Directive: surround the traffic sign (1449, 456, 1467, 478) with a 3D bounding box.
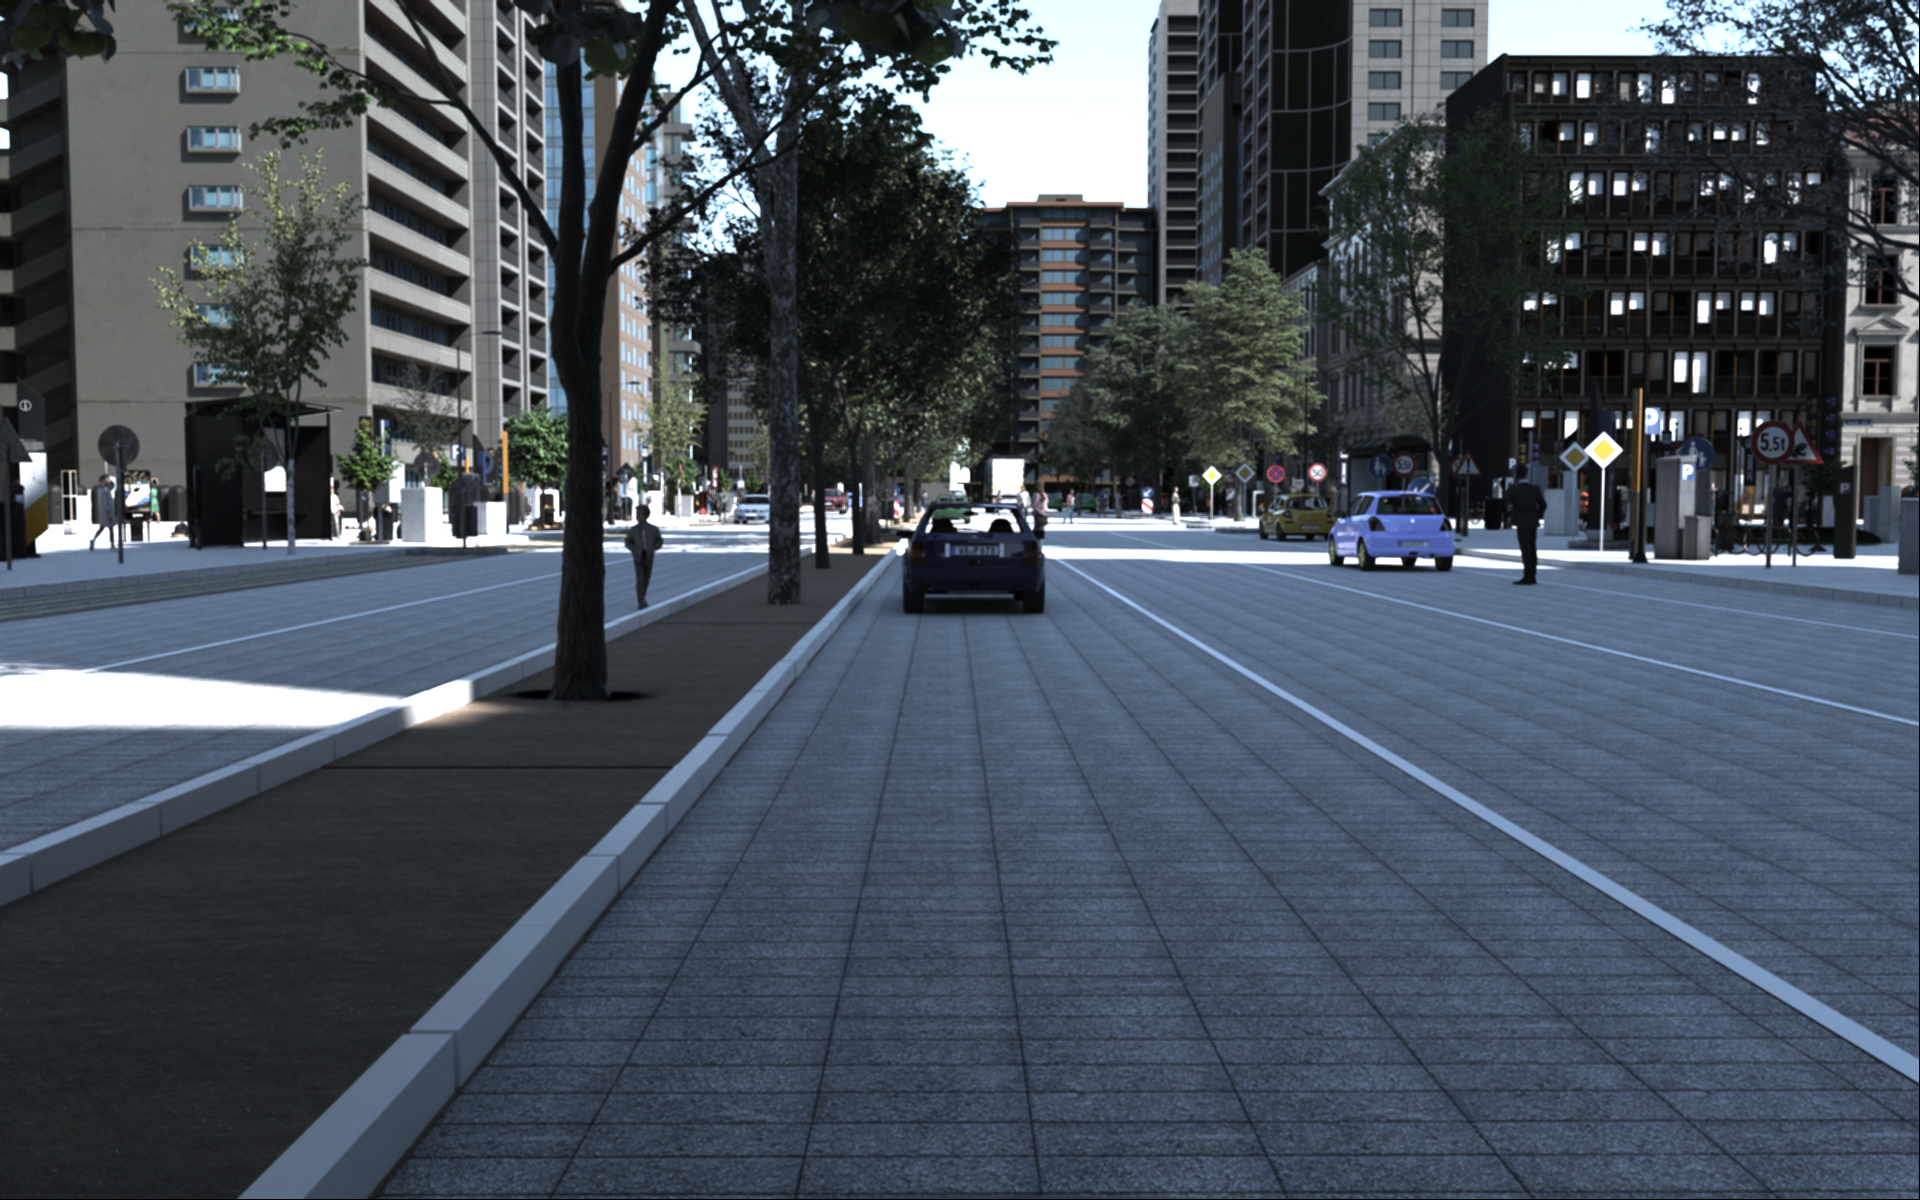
[{"bbox_3d":[16.660,-3.524,57.721,0.768,2.556,0.104,0,4,3],"label":"traffic sign"}]

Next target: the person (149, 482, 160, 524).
[{"bbox_3d":[-34.370,-4.126,73.757,0.529,1.795,0.600,0,4,2],"label":"person"}]

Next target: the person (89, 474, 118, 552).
[{"bbox_3d":[-19.009,-1.939,38.488,0.466,1.731,0.760,1,4,12],"label":"person"}]

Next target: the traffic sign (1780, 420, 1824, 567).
[{"bbox_3d":[14.767,-1.871,30.587,0.884,2.594,0.081,0,4,3],"label":"traffic sign"}]

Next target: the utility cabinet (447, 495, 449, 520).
[{"bbox_3d":[-25.304,-4.640,87.018,1.020,1.237,0.306,3,4,36],"label":"utility cabinet"}]

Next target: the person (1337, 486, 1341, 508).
[{"bbox_3d":[25.184,-6.653,115.093,0.850,1.792,0.678,1,4,13],"label":"person"}]

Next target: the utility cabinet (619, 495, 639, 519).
[{"bbox_3d":[-16.688,-4.653,87.232,0.306,1.237,1.020,3,5,42],"label":"utility cabinet"}]

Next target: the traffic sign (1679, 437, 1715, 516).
[{"bbox_3d":[16.552,-2.378,38.985,0.768,2.556,0.104,0,4,6],"label":"traffic sign"}]

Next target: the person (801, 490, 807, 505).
[{"bbox_3d":[-19.025,-12.445,210.301,1.217,1.735,0.721,3,5,40],"label":"person"}]

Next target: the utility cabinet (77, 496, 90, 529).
[{"bbox_3d":[-32.734,-3.239,64.123,0.306,1.237,1.020,1,4,16],"label":"utility cabinet"}]

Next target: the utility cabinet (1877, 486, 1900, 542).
[{"bbox_3d":[24.575,-2.274,45.852,0.318,1.500,1.173,3,4,39],"label":"utility cabinet"}]

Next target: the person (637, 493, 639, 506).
[{"bbox_3d":[-19.263,-6.042,104.690,0.638,1.841,0.748,1,4,14],"label":"person"}]

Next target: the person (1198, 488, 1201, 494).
[{"bbox_3d":[22.843,-9.695,164.648,0.705,1.812,1.348,0,4,2],"label":"person"}]

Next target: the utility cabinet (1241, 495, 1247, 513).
[{"bbox_3d":[18.760,-6.329,114.647,1.020,1.237,0.306,0,4,-7],"label":"utility cabinet"}]

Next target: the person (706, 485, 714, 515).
[{"bbox_3d":[-15.566,-6.235,108.001,0.555,1.821,0.388,2,4,24],"label":"person"}]

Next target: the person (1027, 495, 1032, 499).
[{"bbox_3d":[7.121,-10.896,186.644,1.348,1.824,0.705,1,4,11],"label":"person"}]

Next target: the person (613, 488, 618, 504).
[{"bbox_3d":[-28.115,-8.254,141.419,0.576,1.772,0.534,1,4,19],"label":"person"}]

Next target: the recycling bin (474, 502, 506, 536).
[{"bbox_3d":[-14.663,-2.536,54.019,0.722,1.027,0.722,3,4,39],"label":"recycling bin"}]

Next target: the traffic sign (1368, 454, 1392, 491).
[{"bbox_3d":[13.371,-3.370,55.203,0.768,2.556,0.104,0,4,2],"label":"traffic sign"}]

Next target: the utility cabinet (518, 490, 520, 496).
[{"bbox_3d":[-26.951,-5.865,104.568,1.173,1.500,0.318,-2,4,-24],"label":"utility cabinet"}]

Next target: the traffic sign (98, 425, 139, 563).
[{"bbox_3d":[-15.539,-1.951,32.001,0.768,2.556,0.104,0,4,1],"label":"traffic sign"}]

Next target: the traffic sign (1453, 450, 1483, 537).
[{"bbox_3d":[15.049,-3.140,51.339,0.884,2.594,0.081,0,4,1],"label":"traffic sign"}]

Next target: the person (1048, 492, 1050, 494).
[{"bbox_3d":[8.744,-9.863,171.232,0.415,1.643,0.593,-3,5,-40],"label":"person"}]

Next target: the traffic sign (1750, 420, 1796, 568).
[{"bbox_3d":[14.024,-1.827,29.973,0.768,2.556,0.104,0,4,2],"label":"traffic sign"}]

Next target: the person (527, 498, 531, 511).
[{"bbox_3d":[-27.291,-6.268,109.269,0.760,1.731,0.466,3,5,42],"label":"person"}]

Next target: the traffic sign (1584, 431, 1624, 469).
[{"bbox_3d":[13.472,-2.233,36.247,0.795,2.593,0.064,1,4,9],"label":"traffic sign"}]

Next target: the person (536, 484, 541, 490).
[{"bbox_3d":[-21.914,-5.151,90.233,0.822,1.834,0.622,-1,4,-17],"label":"person"}]

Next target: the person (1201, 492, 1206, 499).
[{"bbox_3d":[17.993,-7.346,126.491,0.721,1.781,0.623,1,4,16],"label":"person"}]

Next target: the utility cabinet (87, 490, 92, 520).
[{"bbox_3d":[-42.045,-4.581,83.582,0.318,1.500,1.173,-2,4,-30],"label":"utility cabinet"}]

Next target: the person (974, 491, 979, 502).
[{"bbox_3d":[2.011,-12.408,211.356,0.705,1.826,1.348,-2,4,-24],"label":"person"}]

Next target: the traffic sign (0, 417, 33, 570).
[{"bbox_3d":[-16.055,-1.785,29.181,0.884,2.594,0.081,0,4,1],"label":"traffic sign"}]

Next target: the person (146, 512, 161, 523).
[{"bbox_3d":[-35.327,-4.264,75.788,0.654,1.822,0.581,-1,4,-18],"label":"person"}]

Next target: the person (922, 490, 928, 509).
[{"bbox_3d":[-3.079,-8.690,150.666,0.705,1.814,1.350,2,4,24],"label":"person"}]

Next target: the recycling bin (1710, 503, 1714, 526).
[{"bbox_3d":[22.016,-2.402,51.831,0.722,1.027,0.722,-2,4,-30],"label":"recycling bin"}]

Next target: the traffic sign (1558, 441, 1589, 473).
[{"bbox_3d":[15.306,-2.652,43.097,0.795,2.593,0.064,1,4,9],"label":"traffic sign"}]

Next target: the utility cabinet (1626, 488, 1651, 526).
[{"bbox_3d":[24.985,-3.372,63.817,1.173,1.500,0.318,-3,5,-40],"label":"utility cabinet"}]

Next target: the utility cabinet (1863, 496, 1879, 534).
[{"bbox_3d":[29.320,-2.698,55.280,1.020,1.237,0.306,-1,4,-22],"label":"utility cabinet"}]

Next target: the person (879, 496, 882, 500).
[{"bbox_3d":[-9.906,-12.578,214.709,0.434,1.755,0.990,-1,4,-14],"label":"person"}]

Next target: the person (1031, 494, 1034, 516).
[{"bbox_3d":[5.052,-6.496,114.978,0.850,1.792,0.678,3,5,42],"label":"person"}]

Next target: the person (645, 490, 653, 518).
[{"bbox_3d":[-16.676,-5.122,92.383,0.523,1.515,0.503,-3,4,-37],"label":"person"}]

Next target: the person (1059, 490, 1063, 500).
[{"bbox_3d":[9.439,-9.447,162.954,0.705,1.824,1.348,-1,4,-12],"label":"person"}]

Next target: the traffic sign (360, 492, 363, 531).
[{"bbox_3d":[-16.634,-2.942,48.111,0.884,2.594,0.081,0,4,4],"label":"traffic sign"}]

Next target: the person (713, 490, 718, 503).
[{"bbox_3d":[-20.183,-8.362,142.936,0.661,1.801,0.590,3,5,45],"label":"person"}]

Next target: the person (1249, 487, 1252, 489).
[{"bbox_3d":[21.046,-7.266,125.029,0.526,1.800,0.537,2,4,35],"label":"person"}]

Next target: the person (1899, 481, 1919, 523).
[{"bbox_3d":[32.297,-3.218,58.877,0.699,1.804,1.509,0,4,-5],"label":"person"}]

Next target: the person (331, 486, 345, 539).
[{"bbox_3d":[-17.789,-2.479,49.165,0.523,1.515,0.503,2,4,29],"label":"person"}]

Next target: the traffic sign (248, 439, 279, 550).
[{"bbox_3d":[-16.062,-2.436,39.938,0.768,2.556,0.104,0,4,7],"label":"traffic sign"}]

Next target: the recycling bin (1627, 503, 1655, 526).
[{"bbox_3d":[19.185,-2.198,48.499,0.722,1.027,0.722,-1,4,-20],"label":"recycling bin"}]

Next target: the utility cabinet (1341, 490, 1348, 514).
[{"bbox_3d":[23.591,-5.890,104.978,1.173,1.500,0.318,-3,4,-38],"label":"utility cabinet"}]

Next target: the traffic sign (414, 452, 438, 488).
[{"bbox_3d":[-16.153,-3.198,52.387,0.768,2.556,0.104,0,4,5],"label":"traffic sign"}]

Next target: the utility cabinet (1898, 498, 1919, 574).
[{"bbox_3d":[15.558,-1.005,27.598,1.020,1.237,0.306,3,4,38],"label":"utility cabinet"}]

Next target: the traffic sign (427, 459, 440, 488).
[{"bbox_3d":[-17.298,-3.443,56.397,0.768,2.556,0.104,0,4,1],"label":"traffic sign"}]

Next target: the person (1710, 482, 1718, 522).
[{"bbox_3d":[34.425,-4.481,79.415,0.694,1.812,0.767,1,4,22],"label":"person"}]

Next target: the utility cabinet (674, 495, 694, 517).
[{"bbox_3d":[-15.258,-5.175,95.766,1.020,1.237,0.306,1,4,15],"label":"utility cabinet"}]

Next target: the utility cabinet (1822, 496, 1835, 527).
[{"bbox_3d":[32.267,-3.225,63.890,0.306,1.237,1.020,-1,4,-10],"label":"utility cabinet"}]

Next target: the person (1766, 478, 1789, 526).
[{"bbox_3d":[24.996,-2.840,52.906,0.576,1.772,0.534,0,4,-6],"label":"person"}]

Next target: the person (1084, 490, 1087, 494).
[{"bbox_3d":[12.302,-10.063,171.366,0.721,1.735,1.217,-1,4,-11],"label":"person"}]

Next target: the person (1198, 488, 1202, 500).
[{"bbox_3d":[20.212,-8.470,144.802,0.678,1.792,0.850,1,4,15],"label":"person"}]
